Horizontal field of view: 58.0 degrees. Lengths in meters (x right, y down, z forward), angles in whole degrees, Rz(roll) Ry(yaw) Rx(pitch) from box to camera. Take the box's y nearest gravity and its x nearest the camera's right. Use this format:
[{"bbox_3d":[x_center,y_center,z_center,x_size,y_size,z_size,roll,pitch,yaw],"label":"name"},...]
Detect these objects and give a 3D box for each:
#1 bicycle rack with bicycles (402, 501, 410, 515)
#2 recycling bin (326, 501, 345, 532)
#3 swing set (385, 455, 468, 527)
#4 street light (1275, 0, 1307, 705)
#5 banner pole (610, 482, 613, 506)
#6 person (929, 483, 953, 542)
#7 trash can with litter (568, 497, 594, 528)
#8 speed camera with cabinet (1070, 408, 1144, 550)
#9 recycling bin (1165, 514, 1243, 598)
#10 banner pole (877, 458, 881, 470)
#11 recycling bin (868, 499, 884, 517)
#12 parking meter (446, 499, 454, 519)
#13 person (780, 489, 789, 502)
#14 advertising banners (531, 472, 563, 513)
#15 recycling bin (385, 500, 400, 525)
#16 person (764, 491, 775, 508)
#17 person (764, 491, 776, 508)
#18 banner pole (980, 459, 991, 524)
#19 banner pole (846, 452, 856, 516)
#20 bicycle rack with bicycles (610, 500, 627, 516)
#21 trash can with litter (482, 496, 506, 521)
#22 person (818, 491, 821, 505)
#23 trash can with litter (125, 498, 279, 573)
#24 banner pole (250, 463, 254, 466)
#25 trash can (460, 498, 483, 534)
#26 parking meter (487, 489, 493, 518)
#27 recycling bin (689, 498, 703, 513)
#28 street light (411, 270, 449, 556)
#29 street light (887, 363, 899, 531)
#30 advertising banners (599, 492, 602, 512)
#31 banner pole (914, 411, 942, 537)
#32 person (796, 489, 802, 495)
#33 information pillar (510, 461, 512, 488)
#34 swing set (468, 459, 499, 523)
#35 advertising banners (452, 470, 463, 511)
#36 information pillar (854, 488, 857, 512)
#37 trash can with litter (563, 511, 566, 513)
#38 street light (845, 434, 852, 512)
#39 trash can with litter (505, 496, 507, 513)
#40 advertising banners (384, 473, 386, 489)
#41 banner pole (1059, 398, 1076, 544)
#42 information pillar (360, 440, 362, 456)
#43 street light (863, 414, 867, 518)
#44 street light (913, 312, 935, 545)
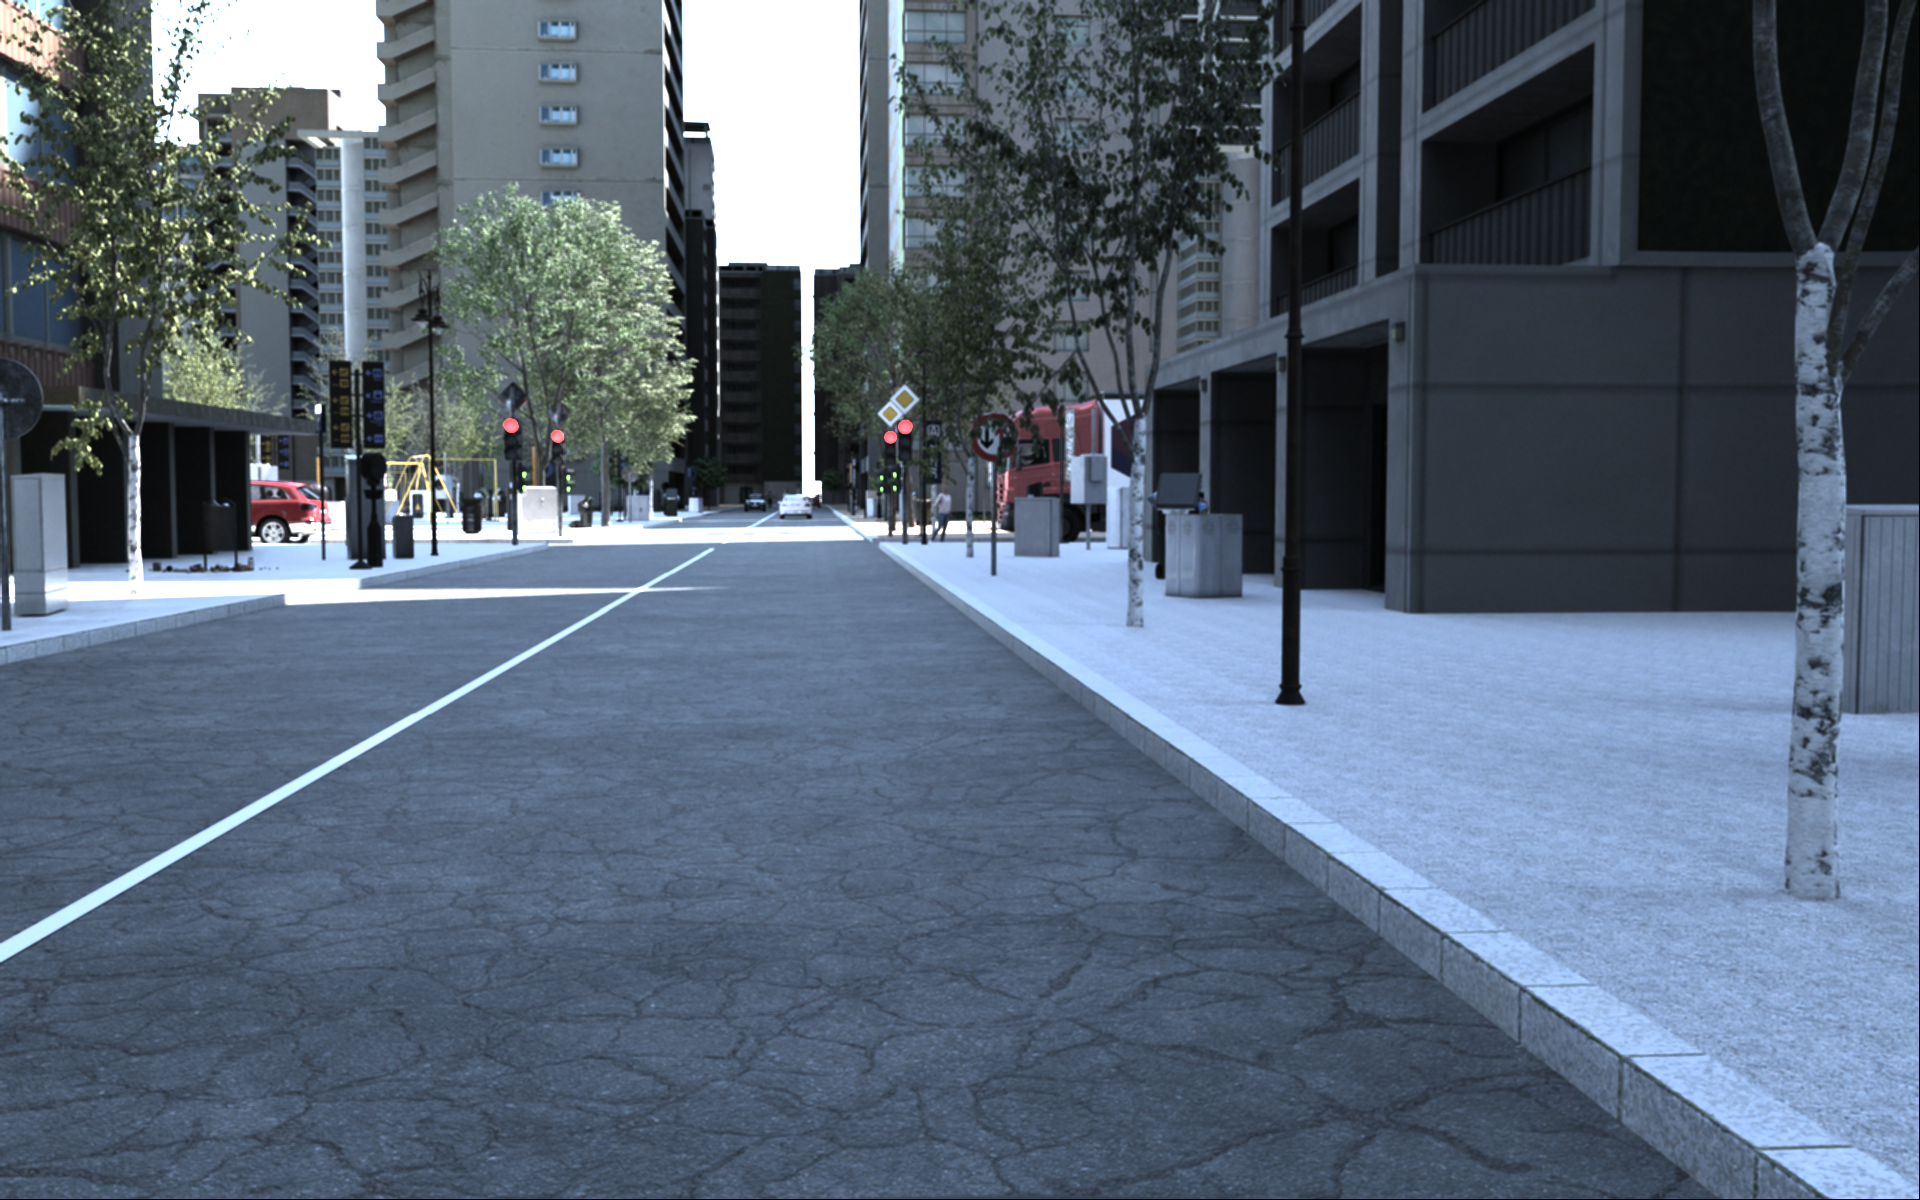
[{"bbox_3d":[-30.295,-4.897,93.446,2.852,0.926,2.925,0,4,-3],"label":"bicycle rack with bicycles"},{"bbox_3d":[-21.591,-2.881,59.663,0.722,1.027,0.722,0,4,-8],"label":"recycling bin"},{"bbox_3d":[-21.852,-4.439,70.191,2.862,2.851,3.119,-2,4,-28],"label":"swing set"},{"bbox_3d":[2.023,-2.302,10.433,0.468,5.910,1.993,0,4,-5],"label":"street light"},{"bbox_3d":[-24.920,-8.183,123.802,0.401,3.779,0.863,1,4,11],"label":"banner pole"},{"bbox_3d":[-0.594,-2.327,47.225,0.598,1.740,0.731,2,4,32],"label":"person"},{"bbox_3d":[-14.232,-3.273,64.900,1.055,1.170,0.624,2,4,25],"label":"trash can with litter"},{"bbox_3d":[3.538,-2.817,40.389,2.038,3.252,0.660,-2,4,-34],"label":"speed camera with cabinet"},{"bbox_3d":[3.057,-0.561,21.720,0.722,1.027,0.722,-2,4,-27],"label":"recycling bin"},{"bbox_3d":[-5.592,-7.945,119.917,0.401,3.779,0.863,1,4,23],"label":"banner pole"},{"bbox_3d":[-4.701,-5.150,96.749,0.722,1.027,0.722,-2,4,-28],"label":"recycling bin"},{"bbox_3d":[-26.481,-4.983,89.880,0.372,1.533,0.369,0,3,0],"label":"parking meter"},{"bbox_3d":[-12.251,-6.834,120.586,0.716,1.782,0.532,2,4,32],"label":"person"},{"bbox_3d":[-24.702,-6.557,103.394,2.074,3.025,0.090,1,4,13],"label":"advertising banners"},{"bbox_3d":[-23.966,-3.673,72.603,0.722,1.027,0.722,1,4,15],"label":"recycling bin"},{"bbox_3d":[-20.086,-10.606,182.622,1.217,1.736,0.721,-1,4,-20],"label":"person"},{"bbox_3d":[-20.205,-10.697,184.127,1.217,1.736,0.721,-1,4,-17],"label":"person"},{"bbox_3d":[1.202,-5.139,74.037,0.401,3.779,0.863,-3,5,-44],"label":"banner pole"},{"bbox_3d":[-6.347,-6.929,103.298,0.401,3.779,0.863,-1,4,-20],"label":"banner pole"},{"bbox_3d":[-19.821,-5.412,101.861,2.852,0.926,2.925,-1,4,-17],"label":"bicycle rack with bicycles"},{"bbox_3d":[-22.263,-4.318,81.664,1.678,1.210,2.233,-1,4,-22],"label":"trash can with litter"},{"bbox_3d":[-16.213,-11.639,199.461,0.621,1.740,0.551,-1,4,-17],"label":"person"},{"bbox_3d":[-12.698,-1.090,28.875,2.233,1.210,1.678,0,4,-4],"label":"trash can with litter"},{"bbox_3d":[-50.631,-8.158,123.403,0.863,3.779,0.401,0,4,3],"label":"banner pole"},{"bbox_3d":[-15.698,-2.694,55.694,0.748,1.137,0.748,0,3,0],"label":"trash can"},{"bbox_3d":[-25.610,-5.248,94.223,0.372,1.533,0.369,0,3,0],"label":"parking meter"},{"bbox_3d":[-17.803,-6.378,116.827,0.722,1.027,0.722,1,4,20],"label":"recycling bin"},{"bbox_3d":[-10.970,-3.865,35.985,0.468,5.910,1.993,0,4,-5],"label":"street light"},{"bbox_3d":[-2.260,-5.299,59.424,0.468,5.910,1.993,0,4,-5],"label":"street light"},{"bbox_3d":[-24.939,-7.672,121.619,0.090,3.025,2.074,1,4,9],"label":"advertising banners"},{"bbox_3d":[-0.946,-3.781,51.833,0.863,3.779,0.401,0,4,-6],"label":"banner pole"},{"bbox_3d":[-10.365,-6.363,113.210,0.598,1.740,0.731,3,5,43],"label":"person"},{"bbox_3d":[-32.228,-8.131,124.304,0.183,3.616,0.504,-1,4,-21],"label":"information pillar"},{"bbox_3d":[-21.965,-4.855,76.997,3.119,2.851,2.862,-1,4,-18],"label":"swing set"},{"bbox_3d":[-35.717,-7.778,123.364,0.090,3.025,2.074,1,4,9],"label":"advertising banners"},{"bbox_3d":[-7.338,-7.128,121.029,0.304,2.012,0.304,0,4,5],"label":"information pillar"},{"bbox_3d":[-27.557,-6.551,118.165,2.233,1.210,1.678,1,4,22],"label":"trash can with litter"},{"bbox_3d":[-8.155,-9.415,126.730,0.468,5.910,1.993,0,4,-5],"label":"street light"},{"bbox_3d":[-30.435,-6.372,115.562,0.624,1.170,1.055,-2,4,-25],"label":"trash can with litter"},{"bbox_3d":[-33.349,-6.338,99.821,0.090,3.025,2.074,0,4,-1],"label":"advertising banners"},{"bbox_3d":[2.752,-3.351,44.810,0.401,3.779,0.863,-2,4,-29],"label":"banner pole"},{"bbox_3d":[-23.283,-4.639,67.196,0.183,3.616,0.504,-2,4,-31],"label":"information pillar"},{"bbox_3d":[-5.085,-7.344,92.856,0.468,5.910,1.993,0,4,-5],"label":"street light"},{"bbox_3d":[-0.908,-4.349,43.900,0.468,5.910,1.993,0,4,-5],"label":"street light"}]
